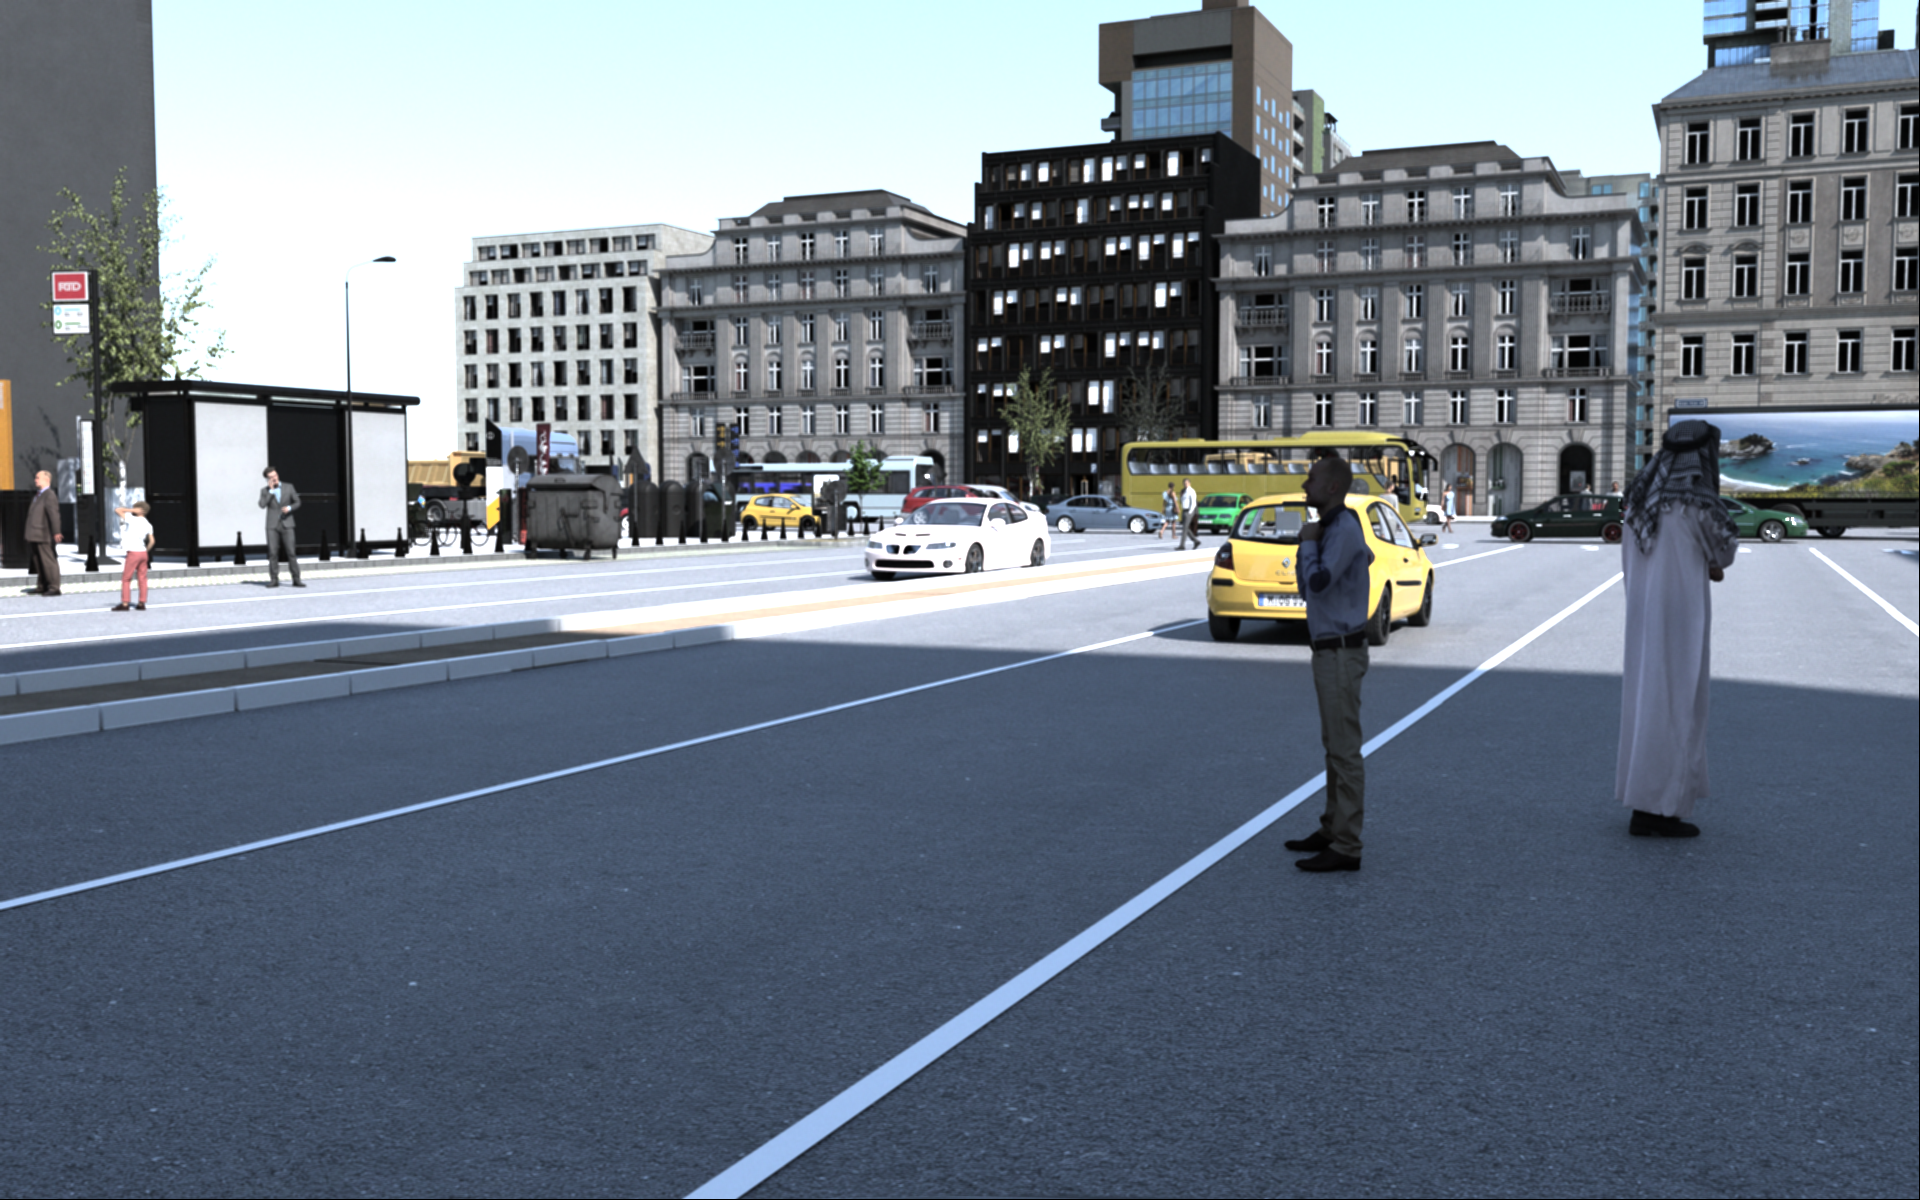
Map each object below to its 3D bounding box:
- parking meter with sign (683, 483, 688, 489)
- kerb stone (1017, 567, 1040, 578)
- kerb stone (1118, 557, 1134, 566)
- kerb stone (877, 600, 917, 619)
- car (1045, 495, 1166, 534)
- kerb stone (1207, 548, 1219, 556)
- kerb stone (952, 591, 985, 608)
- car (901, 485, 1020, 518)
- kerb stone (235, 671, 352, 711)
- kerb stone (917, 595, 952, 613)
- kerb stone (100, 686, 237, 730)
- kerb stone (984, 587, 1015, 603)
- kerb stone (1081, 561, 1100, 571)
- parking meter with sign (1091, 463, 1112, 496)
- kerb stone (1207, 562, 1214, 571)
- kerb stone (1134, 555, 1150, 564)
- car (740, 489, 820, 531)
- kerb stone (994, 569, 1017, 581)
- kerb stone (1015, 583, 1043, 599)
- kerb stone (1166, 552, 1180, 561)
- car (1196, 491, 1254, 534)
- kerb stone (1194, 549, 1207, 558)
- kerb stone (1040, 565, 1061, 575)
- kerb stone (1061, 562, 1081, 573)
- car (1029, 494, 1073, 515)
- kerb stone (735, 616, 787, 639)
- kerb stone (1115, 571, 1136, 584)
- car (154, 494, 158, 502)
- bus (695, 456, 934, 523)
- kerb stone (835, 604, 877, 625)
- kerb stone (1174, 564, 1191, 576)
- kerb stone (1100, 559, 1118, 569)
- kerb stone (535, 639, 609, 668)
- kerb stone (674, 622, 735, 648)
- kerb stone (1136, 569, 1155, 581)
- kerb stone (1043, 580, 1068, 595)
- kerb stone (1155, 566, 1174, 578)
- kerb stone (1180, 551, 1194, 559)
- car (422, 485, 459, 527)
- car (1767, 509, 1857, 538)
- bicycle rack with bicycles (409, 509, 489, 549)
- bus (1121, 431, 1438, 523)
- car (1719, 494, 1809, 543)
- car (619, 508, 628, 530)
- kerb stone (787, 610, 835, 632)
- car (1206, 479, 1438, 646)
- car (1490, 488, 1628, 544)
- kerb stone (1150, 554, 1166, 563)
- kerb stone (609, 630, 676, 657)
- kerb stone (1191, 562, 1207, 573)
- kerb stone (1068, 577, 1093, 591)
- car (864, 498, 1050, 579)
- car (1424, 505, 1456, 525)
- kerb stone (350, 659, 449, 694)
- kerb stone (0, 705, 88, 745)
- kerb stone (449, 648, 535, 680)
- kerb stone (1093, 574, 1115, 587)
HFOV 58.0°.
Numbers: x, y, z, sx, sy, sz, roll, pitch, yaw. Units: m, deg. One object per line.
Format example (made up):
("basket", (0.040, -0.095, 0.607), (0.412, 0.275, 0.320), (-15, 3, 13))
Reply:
("parking meter with sign", (-18.385, -7.400, 117.246), (0.543, 3.016, 1.738), (3, 4, 37))
("kerb stone", (1.086, -0.460, 29.722), (0.120, 0.150, 1.000), (2, 4, 24))
("kerb stone", (3.198, -0.745, 34.410), (0.120, 0.150, 1.000), (2, 4, 24))
("kerb stone", (-0.809, 0.112, 20.377), (0.120, 0.150, 1.000), (2, 4, 24))
("car", (5.339, -3.168, 63.807), (4.499, 1.417, 2.014), (1, 4, 22))
("kerb stone", (5.743, -1.094, 40.075), (0.120, 0.150, 1.000), (2, 4, 24))
("kerb stone", (0.032, 0.004, 22.261), (0.120, 0.150, 1.000), (2, 4, 24))
("car", (0.066, -4.026, 74.492), (5.304, 1.827, 2.281), (1, 4, 23))
("kerb stone", (-4.616, 0.628, 11.927), (0.120, 0.150, 1.000), (2, 4, 24))
("kerb stone", (-0.391, 0.061, 21.317), (0.120, 0.150, 1.000), (2, 4, 24))
("kerb stone", (-5.044, 0.686, 10.985), (0.120, 0.150, 1.000), (2, 4, 24))
("kerb stone", (0.459, -0.061, 23.197), (0.120, 0.150, 1.000), (2, 4, 24))
("kerb stone", (2.355, -0.632, 32.533), (0.120, 0.150, 1.000), (2, 4, 24))
("parking meter with sign", (8.298, -6.269, 98.763), (1.738, 3.016, 0.543), (-2, 4, -35))
("kerb stone", (4.689, -0.629, 32.603), (0.120, 0.150, 1.000), (2, 4, 24))
("kerb stone", (3.622, -0.805, 35.357), (0.120, 0.150, 1.000), (2, 4, 24))
("car", (-6.582, -3.505, 67.527), (3.980, 1.641, 2.015), (2, 4, 24))
("kerb stone", (0.659, -0.402, 28.774), (0.120, 0.150, 1.000), (2, 4, 24))
("kerb stone", (0.883, -0.117, 24.143), (0.120, 0.150, 1.000), (2, 4, 24))
("kerb stone", (4.472, -0.915, 37.245), (0.120, 0.150, 1.000), (2, 4, 24))
("car", (9.448, -3.243, 61.816), (1.959, 1.807, 4.718), (2, 4, 26))
("kerb stone", (5.331, -1.035, 39.122), (0.120, 0.150, 1.000), (2, 4, 24))
("kerb stone", (1.514, -0.516, 30.657), (0.120, 0.150, 1.000), (2, 4, 24))
("kerb stone", (1.932, -0.575, 31.596), (0.120, 0.150, 1.000), (2, 4, 24))
("car", (5.175, -4.656, 85.909), (4.222, 1.686, 2.009), (2, 4, 24))
("kerb stone", (-2.083, 0.284, 17.559), (0.120, 0.150, 1.000), (2, 4, 24))
("kerb stone", (2.574, -0.343, 27.911), (0.120, 0.150, 1.000), (2, 4, 24))
("car", (-37.754, -4.238, 79.522), (3.980, 1.641, 2.015), (1, 4, 23))
("bus", (-7.863, -5.695, 87.978), (13.247, 3.499, 2.948), (1, 4, 22))
("kerb stone", (-1.238, 0.169, 19.436), (0.120, 0.150, 1.000), (2, 4, 24))
("kerb stone", (3.845, -0.519, 30.726), (0.120, 0.150, 1.000), (2, 4, 24))
("kerb stone", (2.786, -0.689, 33.468), (0.120, 0.150, 1.000), (2, 4, 24))
("kerb stone", (-3.357, 0.455, 14.749), (0.120, 0.150, 1.000), (2, 4, 24))
("kerb stone", (-2.504, 0.341, 16.620), (0.120, 0.150, 1.000), (2, 4, 24))
("kerb stone", (2.999, -0.403, 28.852), (0.120, 0.150, 1.000), (2, 4, 24))
("kerb stone", (1.299, -0.177, 25.084), (0.120, 0.150, 1.000), (2, 4, 24))
("kerb stone", (3.422, -0.464, 29.789), (0.120, 0.150, 1.000), (2, 4, 24))
("kerb stone", (4.905, -0.978, 38.183), (0.120, 0.150, 1.000), (2, 4, 24))
("car", (-23.664, -4.107, 75.816), (5.304, 1.827, 2.281), (2, 4, 24))
("car", (27.719, -3.044, 58.440), (5.304, 1.827, 2.281), (1, 4, 22))
("bicycle rack with bicycles", (-13.328, -1.759, 42.138), (2.925, 0.926, 2.852), (2, 4, 30))
("bus", (12.657, -4.764, 69.438), (12.252, 3.916, 2.896), (2, 4, 23))
("car", (22.754, -2.458, 51.988), (4.920, 1.459, 2.131), (1, 4, 23))
("car", (-10.793, -3.402, 64.655), (4.494, 1.783, 2.155), (2, 4, 25))
("kerb stone", (-1.654, 0.226, 18.493), (0.120, 0.150, 1.000), (2, 4, 24))
("car", (3.838, -0.475, 17.986), (2.015, 1.641, 3.980), (2, 4, 24))
("car", (17.866, -2.527, 51.102), (4.222, 1.686, 2.009), (2, 4, 24))
("kerb stone", (4.050, -0.862, 36.299), (0.120, 0.150, 1.000), (2, 4, 24))
("kerb stone", (-2.928, 0.407, 15.684), (0.120, 0.150, 1.000), (2, 4, 24))
("kerb stone", (4.268, -0.579, 31.665), (0.120, 0.150, 1.000), (2, 4, 24))
("kerb stone", (1.728, -0.234, 26.019), (0.120, 0.150, 1.000), (2, 4, 24))
("car", (0.034, -1.093, 30.226), (2.083, 1.381, 4.827), (2, 4, 24))
("car", (20.945, -4.247, 81.808), (4.827, 1.381, 2.083), (2, 4, 26))
("kerb stone", (-4.200, 0.570, 12.868), (0.120, 0.150, 1.000), (2, 4, 24))
("kerb stone", (-5.466, 0.743, 10.043), (0.120, 0.150, 1.000), (2, 4, 24))
("kerb stone", (-3.775, 0.513, 13.810), (0.120, 0.150, 1.000), (2, 4, 24))
("kerb stone", (2.145, -0.291, 26.959), (0.120, 0.150, 1.000), (2, 4, 24))
